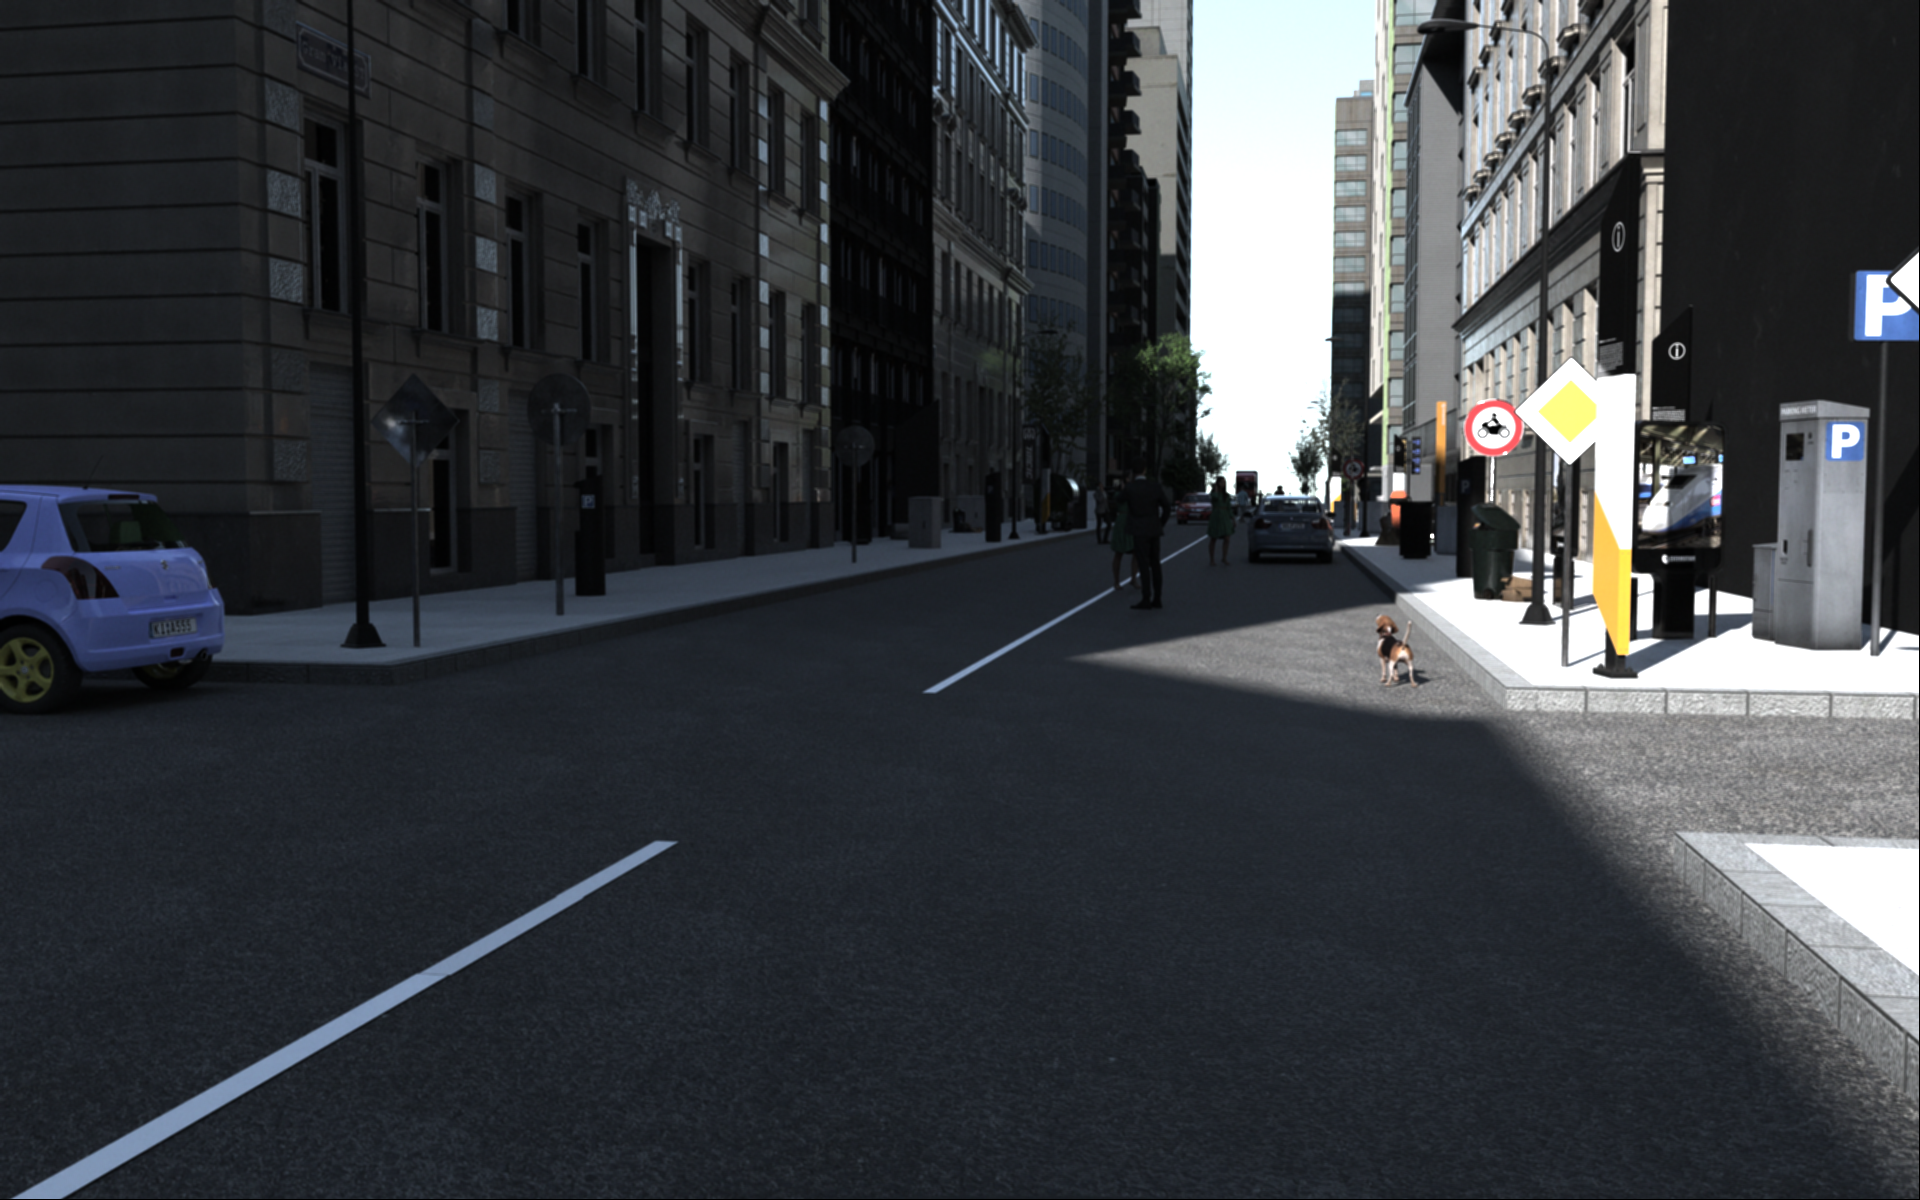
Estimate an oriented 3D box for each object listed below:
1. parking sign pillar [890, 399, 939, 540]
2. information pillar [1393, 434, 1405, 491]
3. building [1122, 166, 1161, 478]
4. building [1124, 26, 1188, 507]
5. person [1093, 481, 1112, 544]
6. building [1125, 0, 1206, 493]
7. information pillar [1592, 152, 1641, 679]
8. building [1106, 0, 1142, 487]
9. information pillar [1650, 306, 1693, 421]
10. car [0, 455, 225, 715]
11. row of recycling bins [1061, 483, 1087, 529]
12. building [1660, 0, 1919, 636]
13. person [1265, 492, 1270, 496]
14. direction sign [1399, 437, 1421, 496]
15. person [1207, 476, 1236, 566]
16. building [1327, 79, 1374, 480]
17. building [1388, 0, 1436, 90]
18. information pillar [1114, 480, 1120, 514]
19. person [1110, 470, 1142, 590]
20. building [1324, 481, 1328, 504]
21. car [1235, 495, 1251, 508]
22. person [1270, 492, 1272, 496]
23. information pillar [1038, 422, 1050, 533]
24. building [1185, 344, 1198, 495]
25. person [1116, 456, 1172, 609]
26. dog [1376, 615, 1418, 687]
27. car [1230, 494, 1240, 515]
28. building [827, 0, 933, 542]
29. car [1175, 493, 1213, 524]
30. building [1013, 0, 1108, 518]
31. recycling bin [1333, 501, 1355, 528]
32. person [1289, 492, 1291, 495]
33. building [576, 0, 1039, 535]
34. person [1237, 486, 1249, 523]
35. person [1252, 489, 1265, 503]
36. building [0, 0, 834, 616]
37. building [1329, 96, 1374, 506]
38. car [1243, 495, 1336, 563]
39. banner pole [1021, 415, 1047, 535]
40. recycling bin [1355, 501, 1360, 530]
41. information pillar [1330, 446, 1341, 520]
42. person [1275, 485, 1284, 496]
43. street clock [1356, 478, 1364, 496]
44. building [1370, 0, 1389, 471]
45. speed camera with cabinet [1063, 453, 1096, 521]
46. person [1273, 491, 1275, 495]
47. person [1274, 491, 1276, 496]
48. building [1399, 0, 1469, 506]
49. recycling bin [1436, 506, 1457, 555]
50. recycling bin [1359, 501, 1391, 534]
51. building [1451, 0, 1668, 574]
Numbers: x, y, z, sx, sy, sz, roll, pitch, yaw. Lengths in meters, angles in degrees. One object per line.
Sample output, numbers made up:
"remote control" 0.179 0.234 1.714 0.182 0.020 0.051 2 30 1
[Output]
"parking sign pillar" -1.264 -3.704 49.027 1.447 3.967 1.447 -1 4 -16
"information pillar" 17.130 -4.665 67.624 0.504 3.616 0.183 -2 4 -25
"building" 10.167 -23.332 153.182 14.160 30.474 14.107 1 4 10
"building" 13.083 -34.385 185.901 21.300 48.544 21.600 1 4 10
"person" 4.114 -2.517 49.834 0.592 1.802 0.473 -2 4 -31
"building" 23.003 -48.678 234.136 20.563 71.187 20.611 1 4 10
"information pillar" 4.612 -1.274 12.178 0.183 3.616 0.504 0 4 -1
"building" 2.136 -29.223 132.416 22.147 44.769 28.867 1 4 10
"information pillar" 8.936 -1.862 21.792 0.183 3.616 0.504 -3 5 -43
"car" -7.189 -0.159 12.199 3.694 1.707 1.945 1 4 9
"row of recycling bins" 4.316 -3.559 65.310 1.069 1.692 3.534 0 4 1
"building" 17.402 -11.557 18.636 15.834 23.373 12.332 1 4 10
"person" 36.566 -12.055 206.304 0.721 1.736 1.217 -2 4 -32
"direction sign" 17.839 -4.700 68.847 0.876 3.537 0.379 1 4 20
"person" 5.210 -1.587 34.696 0.600 1.795 0.529 -2 4 -27
"building" 55.219 -35.569 201.155 23.786 49.044 30.456 1 4 10
"building" 31.235 -25.338 97.863 14.154 41.232 14.086 1 4 10
"information pillar" 7.961 -5.078 87.516 0.304 2.012 0.304 -3 5 -40
"person" 2.513 -1.053 25.959 0.600 1.795 0.529 -2 4 -34
"building" 64.676 -32.750 227.338 32.217 40.220 23.993 1 4 10
"car" 29.184 -10.247 179.893 2.083 1.381 4.827 1 4 10
"person" 41.231 -13.555 230.648 0.617 1.759 0.750 -3 5 -40
"information pillar" 2.766 -3.982 56.460 0.183 3.616 0.504 -2 4 -29
"building" 14.532 -22.449 212.088 27.650 21.520 28.899 1 4 10
"person" 2.283 -0.844 21.663 0.648 1.900 0.474 -2 4 -29
"dog" 3.262 0.383 13.024 0.406 0.507 0.540 -3 5 -43
"car" 18.076 -6.623 118.080 2.009 1.686 4.222 1 4 9
"building" -8.382 -13.523 50.778 12.332 23.373 15.834 1 4 10
"car" 11.406 -4.509 82.755 2.155 1.783 4.494 1 4 12
"building" -2.985 -34.368 103.913 21.231 58.520 28.212 1 4 10
"recycling bin" 14.602 -3.247 65.643 0.722 1.027 0.722 2 4 29
"person" 36.969 -11.323 194.436 0.445 1.727 0.742 0 4 -8
"building" -4.652 -16.728 70.767 12.463 27.353 25.104 1 4 10
"person" 13.981 -4.744 85.927 0.748 1.841 0.638 -3 5 -39
"person" 24.692 -8.194 142.477 1.348 1.824 0.705 2 4 29
"building" -10.804 -14.255 30.327 12.463 27.353 25.104 1 4 10
"building" 45.863 -30.393 180.514 14.154 41.232 14.086 1 4 10
"car" 7.111 -1.552 37.385 2.014 1.417 4.499 1 4 10
"banner pole" 2.337 -3.960 54.760 0.863 3.779 0.401 -1 4 -17
"recycling bin" 14.525 -2.979 61.262 0.722 1.027 0.722 2 4 29
"information pillar" 18.439 -5.725 84.962 0.504 3.616 0.183 -1 4 -12
"person" 14.269 -4.212 77.341 0.573 1.828 0.580 -1 4 -22
"street clock" 18.264 -4.536 78.736 0.471 2.002 0.358 -1 4 -9
"building" 42.279 -32.267 116.802 28.713 52.752 27.495 1 4 10
"speed camera with cabinet" 5.550 -5.467 83.722 2.038 3.252 0.660 -1 4 -22
"person" 43.170 -14.004 237.455 1.348 1.826 0.705 2 4 30
"person" 33.788 -10.802 185.823 0.721 1.736 1.217 1 4 20
"building" 25.951 -15.299 69.207 14.314 24.678 30.058 1 4 10
"recycling bin" 10.592 -1.474 36.658 0.722 1.027 0.722 -2 4 -25
"recycling bin" 13.528 -2.667 56.156 0.722 1.027 0.722 3 5 41
"building" 20.579 -12.627 39.741 16.112 22.955 30.059 1 4 10
